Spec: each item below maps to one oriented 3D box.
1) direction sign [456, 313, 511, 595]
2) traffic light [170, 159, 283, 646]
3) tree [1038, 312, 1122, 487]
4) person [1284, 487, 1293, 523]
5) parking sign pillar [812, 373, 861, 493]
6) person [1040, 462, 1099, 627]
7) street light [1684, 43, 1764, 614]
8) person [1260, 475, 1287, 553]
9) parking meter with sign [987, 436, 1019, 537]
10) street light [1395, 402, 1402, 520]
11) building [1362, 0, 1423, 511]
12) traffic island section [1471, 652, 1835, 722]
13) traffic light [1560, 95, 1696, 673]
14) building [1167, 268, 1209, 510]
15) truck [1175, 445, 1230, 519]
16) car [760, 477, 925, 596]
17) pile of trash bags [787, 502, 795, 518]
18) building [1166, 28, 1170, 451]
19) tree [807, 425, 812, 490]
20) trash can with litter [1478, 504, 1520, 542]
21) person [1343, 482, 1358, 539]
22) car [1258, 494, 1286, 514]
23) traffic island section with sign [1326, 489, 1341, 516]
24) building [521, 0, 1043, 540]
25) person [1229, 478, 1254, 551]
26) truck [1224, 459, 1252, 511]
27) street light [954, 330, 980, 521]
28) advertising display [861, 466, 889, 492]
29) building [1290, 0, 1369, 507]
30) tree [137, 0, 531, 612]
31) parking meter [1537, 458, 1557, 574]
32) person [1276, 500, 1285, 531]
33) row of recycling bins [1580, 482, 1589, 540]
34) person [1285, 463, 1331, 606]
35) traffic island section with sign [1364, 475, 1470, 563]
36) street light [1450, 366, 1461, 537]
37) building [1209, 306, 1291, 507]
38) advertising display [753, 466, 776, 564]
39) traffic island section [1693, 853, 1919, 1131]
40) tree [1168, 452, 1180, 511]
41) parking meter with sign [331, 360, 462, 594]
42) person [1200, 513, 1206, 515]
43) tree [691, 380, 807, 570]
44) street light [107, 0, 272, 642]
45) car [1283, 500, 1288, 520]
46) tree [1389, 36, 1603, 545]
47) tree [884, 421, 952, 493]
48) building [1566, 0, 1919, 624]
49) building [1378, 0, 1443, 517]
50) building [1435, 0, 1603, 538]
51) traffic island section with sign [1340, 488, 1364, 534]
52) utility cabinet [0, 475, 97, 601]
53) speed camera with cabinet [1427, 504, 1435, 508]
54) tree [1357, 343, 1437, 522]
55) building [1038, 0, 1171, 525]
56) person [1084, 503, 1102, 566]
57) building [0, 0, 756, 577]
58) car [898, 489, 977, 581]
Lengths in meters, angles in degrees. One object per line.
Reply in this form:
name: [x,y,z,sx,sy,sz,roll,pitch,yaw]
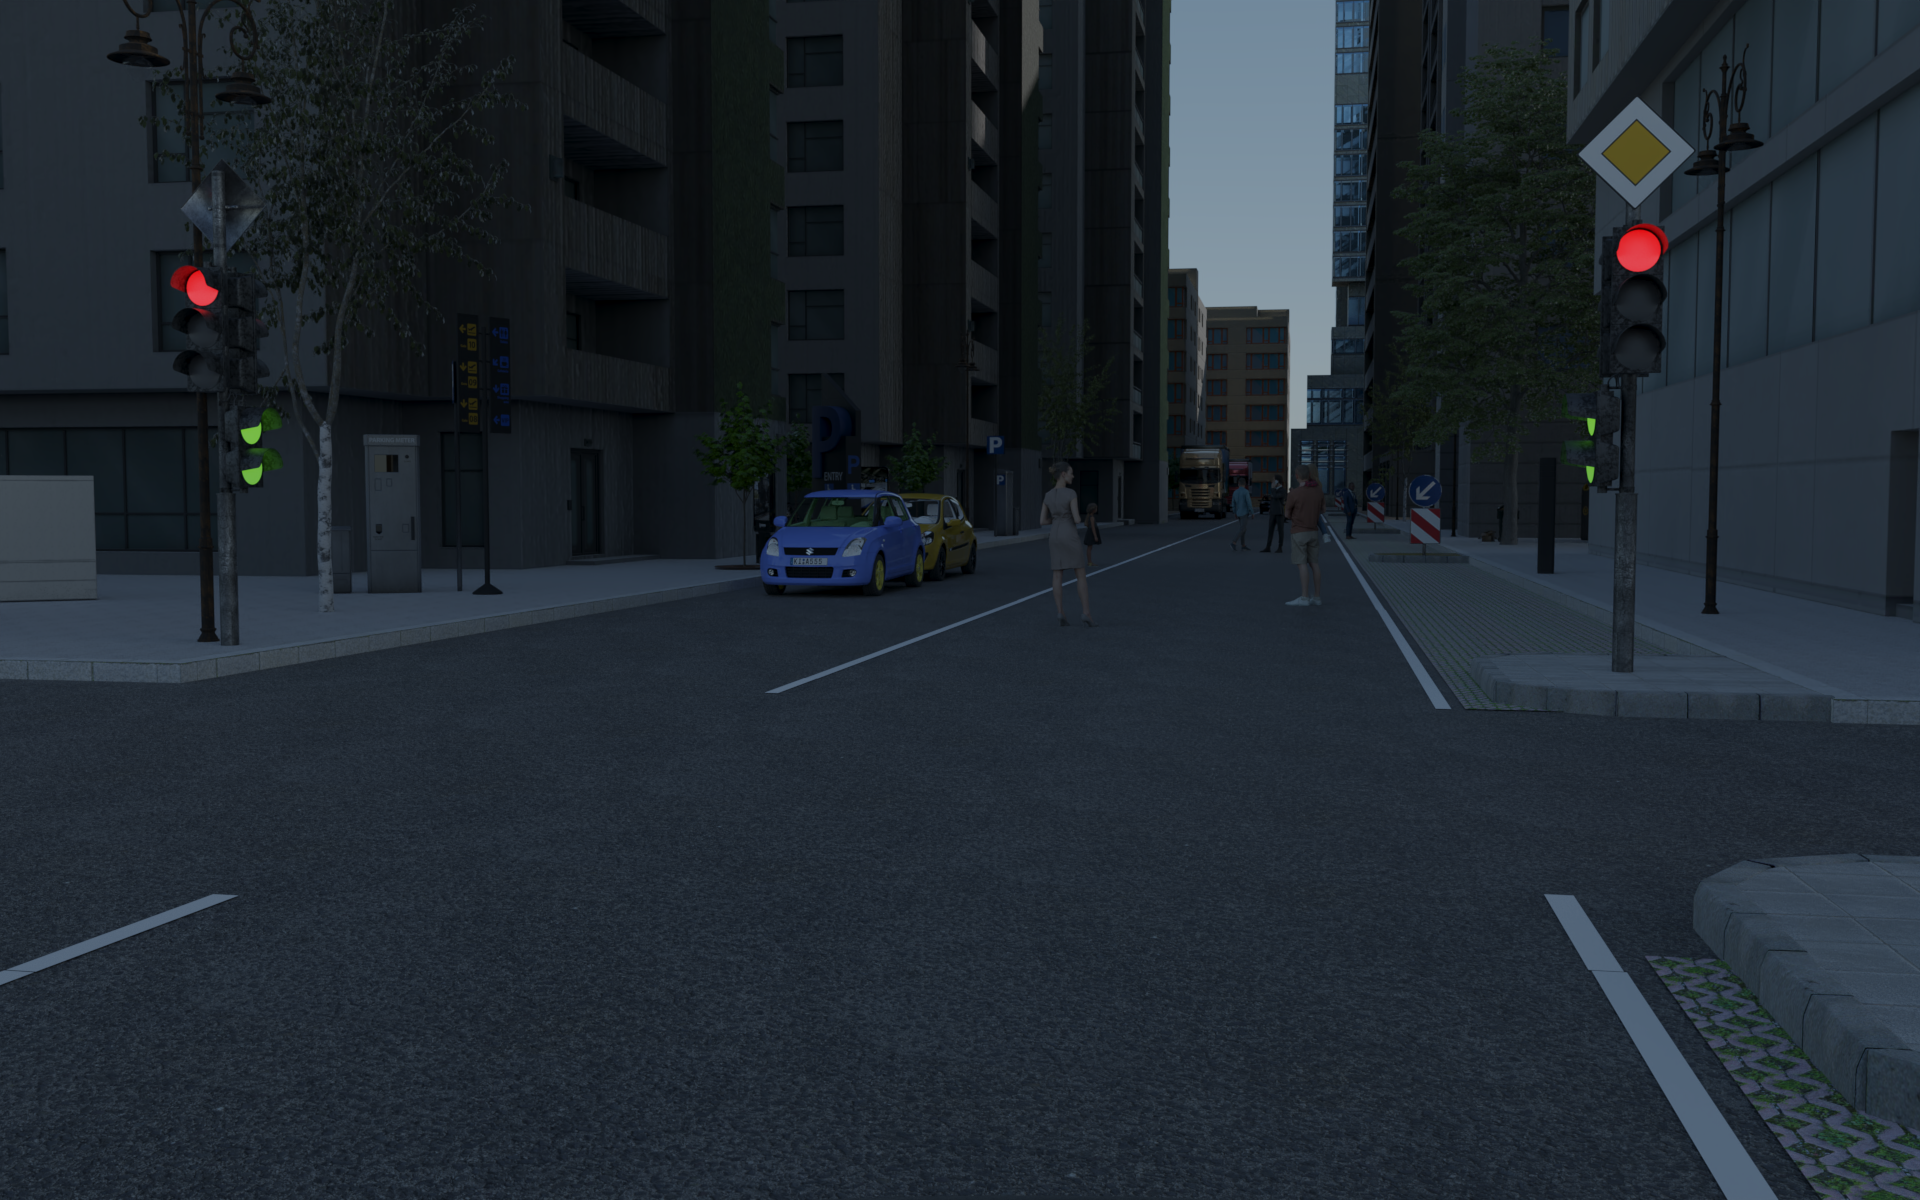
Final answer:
direction sign: [-6.053,-1.840,22.086,0.379,3.537,0.876,2,4,32]
traffic light: [-6.179,-1.569,14.575,0.839,4.253,0.868,1,4,11]
tree: [4.321,-7.386,71.131,4.737,8.622,4.395,0,3,0]
person: [16.498,-4.720,86.077,0.834,1.777,0.661,2,4,25]
parking sign pillar: [-2.715,-3.032,38.051,1.447,3.967,1.447,-3,5,-39]
person: [1.183,-0.607,18.768,0.599,1.781,0.374,3,5,39]
street light: [8.044,-2.789,18.392,0.468,5.910,1.993,1,4,11]
person: [7.689,-2.108,42.328,0.474,1.900,0.648,-2,4,-27]
parking meter with sign: [1.352,-3.457,52.780,0.543,3.016,1.738,1,4,19]
street light: [21.581,-6.883,85.317,0.468,5.910,1.993,1,4,11]
building: [39.062,-30.256,118.386,21.300,48.544,21.600,1,4,11]
traffic island section: [4.805,0.598,12.503,2.009,0.180,2.903,1,4,11]
traffic light: [4.767,-1.436,12.397,0.839,4.253,0.868,1,4,11]
building: [6.239,-18.784,152.153,28.899,21.520,27.650,1,4,11]
truck: [14.285,-6.869,101.229,2.839,4.237,11.283,1,4,11]
car: [-1.692,-0.977,25.559,1.945,1.707,3.694,1,4,12]
pile of trash bags: [-5.268,-2.238,46.343,3.447,1.369,1.912,-3,5,-41]
building: [7.411,-28.957,123.564,14.600,45.320,14.200,1,4,11]
tree: [-3.786,-2.829,40.859,1.663,3.219,1.824,0,3,0]
trash can with litter: [14.428,-2.141,46.396,1.055,1.170,0.624,2,4,34]
person: [12.386,-2.832,54.983,0.419,1.800,0.721,3,4,38]
car: [22.301,-6.976,123.848,2.009,1.686,4.222,1,4,10]
traffic island section with sign: [24.894,-6.339,112.264,1.989,1.847,2.006,1,4,11]
building: [-5.154,-17.578,59.096,14.160,30.474,14.107,1,4,11]
person: [7.047,-2.158,43.641,0.748,1.841,0.638,-1,4,-23]
truck: [22.445,-9.312,141.169,2.839,4.237,11.283,1,4,11]
street light: [0.209,-4.653,48.858,0.468,5.910,1.993,1,4,11]
advertising display: [-2.130,-2.147,40.315,0.974,1.923,0.123,0,4,6]
building: [49.802,-52.766,175.395,31.000,86.520,22.319,1,4,11]
tree: [-6.875,-4.188,18.839,4.360,8.622,3.978,0,3,0]
parking meter: [9.477,-1.362,27.972,0.255,1.863,0.399,1,4,17]
person: [12.383,-3.601,67.712,0.374,1.781,0.599,-2,4,-35]
row of recycling bins: [17.394,-2.423,46.730,1.069,1.692,3.534,1,4,15]
person: [4.488,-0.849,22.356,0.573,1.828,0.580,1,4,17]
traffic island section with sign: [9.680,-1.714,36.649,1.989,1.847,2.006,1,4,11]
street light: [14.867,-4.844,51.993,0.468,5.910,1.993,1,4,11]
building: [20.352,-20.784,184.854,28.899,21.520,27.650,1,4,11]
advertising display: [-3.578,-1.619,31.681,0.123,1.923,0.974,-2,4,-24]
traffic island section: [3.229,1.077,4.675,2.009,0.180,2.903,1,4,11]
tree: [16.357,-9.129,132.979,4.285,4.588,4.351,0,3,0]
parking meter with sign: [-7.388,-1.606,22.518,1.738,3.016,0.543,-1,4,-18]
person: [16.485,-6.667,117.959,0.568,1.767,0.683,-3,4,-36]
tree: [-3.829,-2.144,29.649,1.663,3.219,1.824,0,3,0]
street light: [-6.542,-2.576,14.898,0.468,5.910,1.993,1,4,11]
car: [18.935,-5.285,96.634,2.015,1.641,3.980,1,4,13]
tree: [14.320,-7.678,43.663,7.486,12.596,7.792,0,3,0]
tree: [-1.275,-3.155,46.194,1.663,3.219,1.824,0,3,0]
building: [22.845,-26.335,19.817,27.495,52.752,28.713,1,4,11]
building: [34.813,-40.275,96.754,20.563,71.187,20.611,1,4,11]
building: [27.981,-31.725,60.704,21.231,58.520,28.212,1,4,11]
traffic island section with sign: [14.996,-3.330,63.077,1.989,1.847,2.006,1,4,11]
utility cabinet: [-11.009,-0.738,20.738,1.173,1.500,0.318,-2,4,-27]
speed camera with cabinet: [23.577,-5.470,83.766,2.038,3.252,0.660,0,4,4]
tree: [20.719,-7.973,80.727,4.737,8.622,4.395,0,3,0]
building: [2.289,-24.315,81.149,14.154,41.232,14.086,1,4,11]
person: [2.638,-1.296,34.367,0.373,1.253,0.362,0,4,0]
building: [-12.099,-15.947,32.441,14.160,30.474,14.107,1,4,11]
car: [-0.855,-1.200,29.844,2.015,1.641,3.980,1,4,12]
